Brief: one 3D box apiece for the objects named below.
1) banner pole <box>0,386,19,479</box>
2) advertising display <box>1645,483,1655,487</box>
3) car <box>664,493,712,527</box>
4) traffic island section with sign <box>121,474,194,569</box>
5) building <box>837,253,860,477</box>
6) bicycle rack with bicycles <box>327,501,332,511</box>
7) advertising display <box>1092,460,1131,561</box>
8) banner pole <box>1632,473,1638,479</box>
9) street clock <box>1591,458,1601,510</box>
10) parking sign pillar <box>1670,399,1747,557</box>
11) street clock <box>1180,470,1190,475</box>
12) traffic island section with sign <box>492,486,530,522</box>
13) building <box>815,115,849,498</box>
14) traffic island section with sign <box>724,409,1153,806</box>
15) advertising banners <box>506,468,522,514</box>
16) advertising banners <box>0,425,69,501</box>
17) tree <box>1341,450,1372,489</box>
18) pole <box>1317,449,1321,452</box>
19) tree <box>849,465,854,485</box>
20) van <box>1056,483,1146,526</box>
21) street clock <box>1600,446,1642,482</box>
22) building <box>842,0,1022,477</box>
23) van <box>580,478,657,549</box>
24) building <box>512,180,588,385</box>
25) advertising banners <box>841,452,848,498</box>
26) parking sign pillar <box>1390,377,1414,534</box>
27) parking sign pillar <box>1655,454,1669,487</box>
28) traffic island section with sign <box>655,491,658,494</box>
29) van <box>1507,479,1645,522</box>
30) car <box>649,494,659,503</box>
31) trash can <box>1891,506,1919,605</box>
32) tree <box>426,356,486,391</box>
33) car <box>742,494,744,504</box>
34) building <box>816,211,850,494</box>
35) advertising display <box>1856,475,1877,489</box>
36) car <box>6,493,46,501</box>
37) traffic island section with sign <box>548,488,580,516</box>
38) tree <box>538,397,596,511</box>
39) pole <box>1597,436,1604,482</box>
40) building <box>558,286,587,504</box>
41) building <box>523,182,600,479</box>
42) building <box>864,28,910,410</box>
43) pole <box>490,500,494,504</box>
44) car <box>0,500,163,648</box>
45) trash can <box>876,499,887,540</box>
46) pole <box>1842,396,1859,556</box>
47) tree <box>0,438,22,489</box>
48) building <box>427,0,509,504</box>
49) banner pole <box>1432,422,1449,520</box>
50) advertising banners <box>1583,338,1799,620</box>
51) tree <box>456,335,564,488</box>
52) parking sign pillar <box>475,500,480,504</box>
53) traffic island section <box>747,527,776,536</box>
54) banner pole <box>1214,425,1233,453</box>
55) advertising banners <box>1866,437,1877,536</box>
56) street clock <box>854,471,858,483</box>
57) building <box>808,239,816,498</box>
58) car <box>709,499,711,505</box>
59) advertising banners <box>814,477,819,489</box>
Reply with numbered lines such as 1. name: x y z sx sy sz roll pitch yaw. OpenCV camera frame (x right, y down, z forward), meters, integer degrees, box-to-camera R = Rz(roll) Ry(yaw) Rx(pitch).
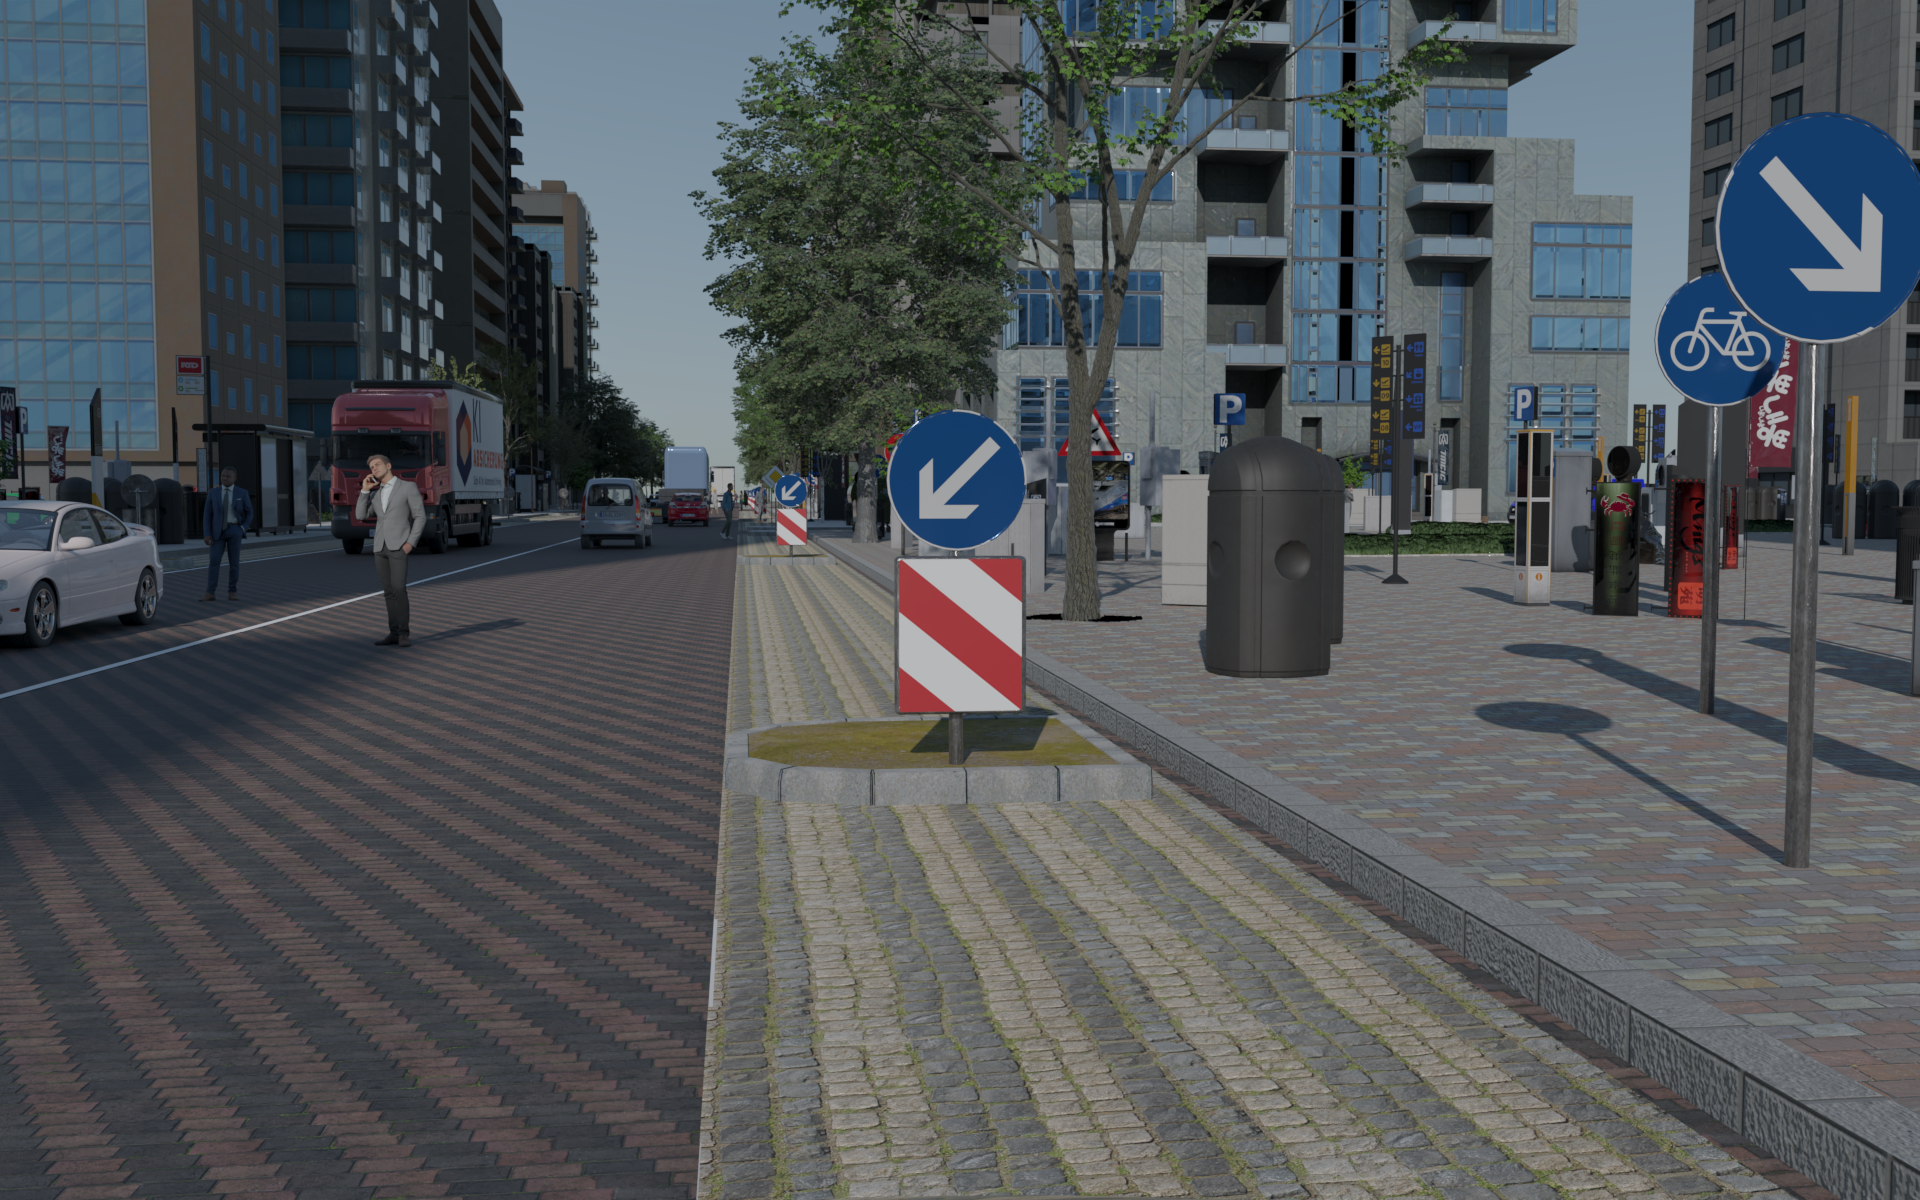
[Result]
1. banner pole: -19.542 -2.776 35.409 0.401 3.779 0.863 1 4 11
2. advertising display: 41.885 -6.114 105.177 0.974 1.923 0.123 3 5 41
3. car: -12.197 -4.201 77.733 2.155 1.783 4.494 -1 4 -9
4. traffic island section with sign: -16.071 -1.528 33.604 1.989 1.847 2.006 0 4 -7
5. building: -7.641 -26.515 205.214 14.160 30.474 14.107 0 4 -7
6. bicycle rack with bicycles: -30.696 -4.515 87.209 2.852 0.926 2.925 -2 4 -24
7. advertising display: 2.774 -1.712 33.197 0.974 1.923 0.123 1 4 12
8. banner pole: 43.077 -7.381 110.692 0.401 3.779 0.863 -1 4 -10
9. street clock: 12.612 -1.839 34.633 0.358 2.002 0.471 0 4 -7
10. parking sign pillar: 15.455 -2.885 35.639 1.447 3.967 1.447 2 4 24
11. street clock: 6.706 -2.911 52.162 0.471 2.002 0.358 1 4 15
12. traffic island section with sign: -22.971 -4.864 88.156 1.989 1.847 2.006 0 4 -7
13. building: -12.416 -44.762 273.858 21.231 58.520 28.212 0 4 -7
14. traffic island section with sign: -0.210 -0.016 8.882 1.989 1.847 2.006 0 4 -7
15. advertising banners: -29.548 -7.243 114.610 0.090 3.025 2.074 -3 5 -40
16. advertising banners: -23.602 -2.914 43.833 2.074 3.025 0.090 -3 5 -44
17. tree: 17.273 -5.050 77.170 1.663 3.219 1.824 0 3 0
18. pole: 16.217 -5.167 78.324 0.158 3.312 0.155 0 3 0
19. tree: -6.714 -6.386 99.014 1.663 3.219 1.824 0 3 0
20. van: 5.006 -3.578 65.515 4.112 2.044 2.013 0 4 -6
21. street clock: 9.953 -1.311 26.000 0.358 2.002 0.471 -2 4 -24
22. building: 2.481 -36.431 184.884 28.713 52.752 27.495 0 4 -7
23. van: -9.262 -2.436 46.846 2.013 2.044 4.112 0 4 -6
24. building: -61.465 -36.704 250.220 14.600 45.320 14.200 0 4 -7
25. advertising banners: -4.751 -4.725 73.444 0.090 3.025 2.074 1 4 12
26. parking sign pillar: 10.309 -3.178 40.435 1.447 3.967 1.447 1 4 12
27. parking sign pillar: 42.159 -7.040 103.579 1.447 3.967 1.447 -2 4 -30
28. traffic island section with sign: -43.129 -14.597 247.289 1.989 1.847 2.006 0 4 -7
29. van: 24.386 -3.931 68.651 5.245 2.365 2.240 0 4 -8
30. car: -28.509 -9.212 162.624 2.014 1.417 4.499 -1 4 -8
31. trash can: 11.190 -0.515 20.072 0.748 1.137 0.748 0 3 0
32. tree: -26.895 -8.640 91.634 4.737 8.622 4.395 0 3 0
33. car: -29.377 -14.153 240.191 1.959 1.807 4.718 0 4 -6
34. building: -14.005 -34.820 252.908 14.154 41.232 14.086 0 4 -7
35. advertising display: 31.034 -3.328 59.626 0.123 1.923 0.974 -3 4 -36
36. car: -33.181 -3.203 61.158 4.718 1.807 1.959 0 4 -7
37. traffic island section with sign: -26.485 -6.557 115.839 1.989 1.847 2.006 0 4 -7
38. tree: -31.375 -11.504 138.453 4.360 8.622 3.978 0 3 0
39. pole: 22.706 -4.133 61.422 0.158 3.312 0.155 0 3 0
40. building: -58.684 -28.429 236.507 14.160 30.474 14.107 0 4 -7
41. building: -68.422 -39.883 271.692 23.786 49.044 30.456 0 4 -7
42. building: -1.601 -31.407 163.621 14.600 45.320 14.200 0 4 -7
43. pole: -30.868 -7.357 114.131 0.158 3.312 0.155 0 3 0
44. car: -9.646 -0.316 17.536 2.083 1.381 4.827 0 4 -7
45. trash can: -2.424 -2.278 48.895 0.748 1.137 0.748 0 3 0
46. pole: 18.569 -2.586 36.118 0.158 3.312 0.155 0 3 0
47. tree: -18.392 -2.304 32.265 1.663 3.219 1.824 0 3 0
48. building: -51.404 -32.130 149.030 21.300 48.544 21.600 0 4 -7
49. banner pole: 16.587 -4.277 59.942 0.401 3.779 0.863 -3 4 -36
50. advertising banners: 7.550 -1.324 17.828 2.074 3.025 0.090 2 4 25
51. tree: -27.278 -10.276 102.427 8.767 10.594 7.601 2 4 25
52. parking sign pillar: -27.223 -6.609 96.535 1.447 3.967 1.447 2 4 33
53. traffic island section: -6.374 -2.318 60.175 2.009 0.180 2.903 0 4 -7
54. banner pole: 9.449 -4.442 62.641 0.863 3.779 0.401 0 4 -4
55. advertising banners: 27.442 -3.443 52.481 0.090 3.025 2.074 3 5 43
56. street clock: -2.919 -2.899 51.975 0.471 2.002 0.358 1 4 10
57. building: -18.636 -39.443 295.000 14.600 45.320 14.200 0 4 -7
58. car: -29.981 -12.048 206.567 1.945 1.707 3.694 0 4 -7
59. advertising banners: -7.309 -5.920 92.985 0.090 3.025 2.074 -2 4 -35
